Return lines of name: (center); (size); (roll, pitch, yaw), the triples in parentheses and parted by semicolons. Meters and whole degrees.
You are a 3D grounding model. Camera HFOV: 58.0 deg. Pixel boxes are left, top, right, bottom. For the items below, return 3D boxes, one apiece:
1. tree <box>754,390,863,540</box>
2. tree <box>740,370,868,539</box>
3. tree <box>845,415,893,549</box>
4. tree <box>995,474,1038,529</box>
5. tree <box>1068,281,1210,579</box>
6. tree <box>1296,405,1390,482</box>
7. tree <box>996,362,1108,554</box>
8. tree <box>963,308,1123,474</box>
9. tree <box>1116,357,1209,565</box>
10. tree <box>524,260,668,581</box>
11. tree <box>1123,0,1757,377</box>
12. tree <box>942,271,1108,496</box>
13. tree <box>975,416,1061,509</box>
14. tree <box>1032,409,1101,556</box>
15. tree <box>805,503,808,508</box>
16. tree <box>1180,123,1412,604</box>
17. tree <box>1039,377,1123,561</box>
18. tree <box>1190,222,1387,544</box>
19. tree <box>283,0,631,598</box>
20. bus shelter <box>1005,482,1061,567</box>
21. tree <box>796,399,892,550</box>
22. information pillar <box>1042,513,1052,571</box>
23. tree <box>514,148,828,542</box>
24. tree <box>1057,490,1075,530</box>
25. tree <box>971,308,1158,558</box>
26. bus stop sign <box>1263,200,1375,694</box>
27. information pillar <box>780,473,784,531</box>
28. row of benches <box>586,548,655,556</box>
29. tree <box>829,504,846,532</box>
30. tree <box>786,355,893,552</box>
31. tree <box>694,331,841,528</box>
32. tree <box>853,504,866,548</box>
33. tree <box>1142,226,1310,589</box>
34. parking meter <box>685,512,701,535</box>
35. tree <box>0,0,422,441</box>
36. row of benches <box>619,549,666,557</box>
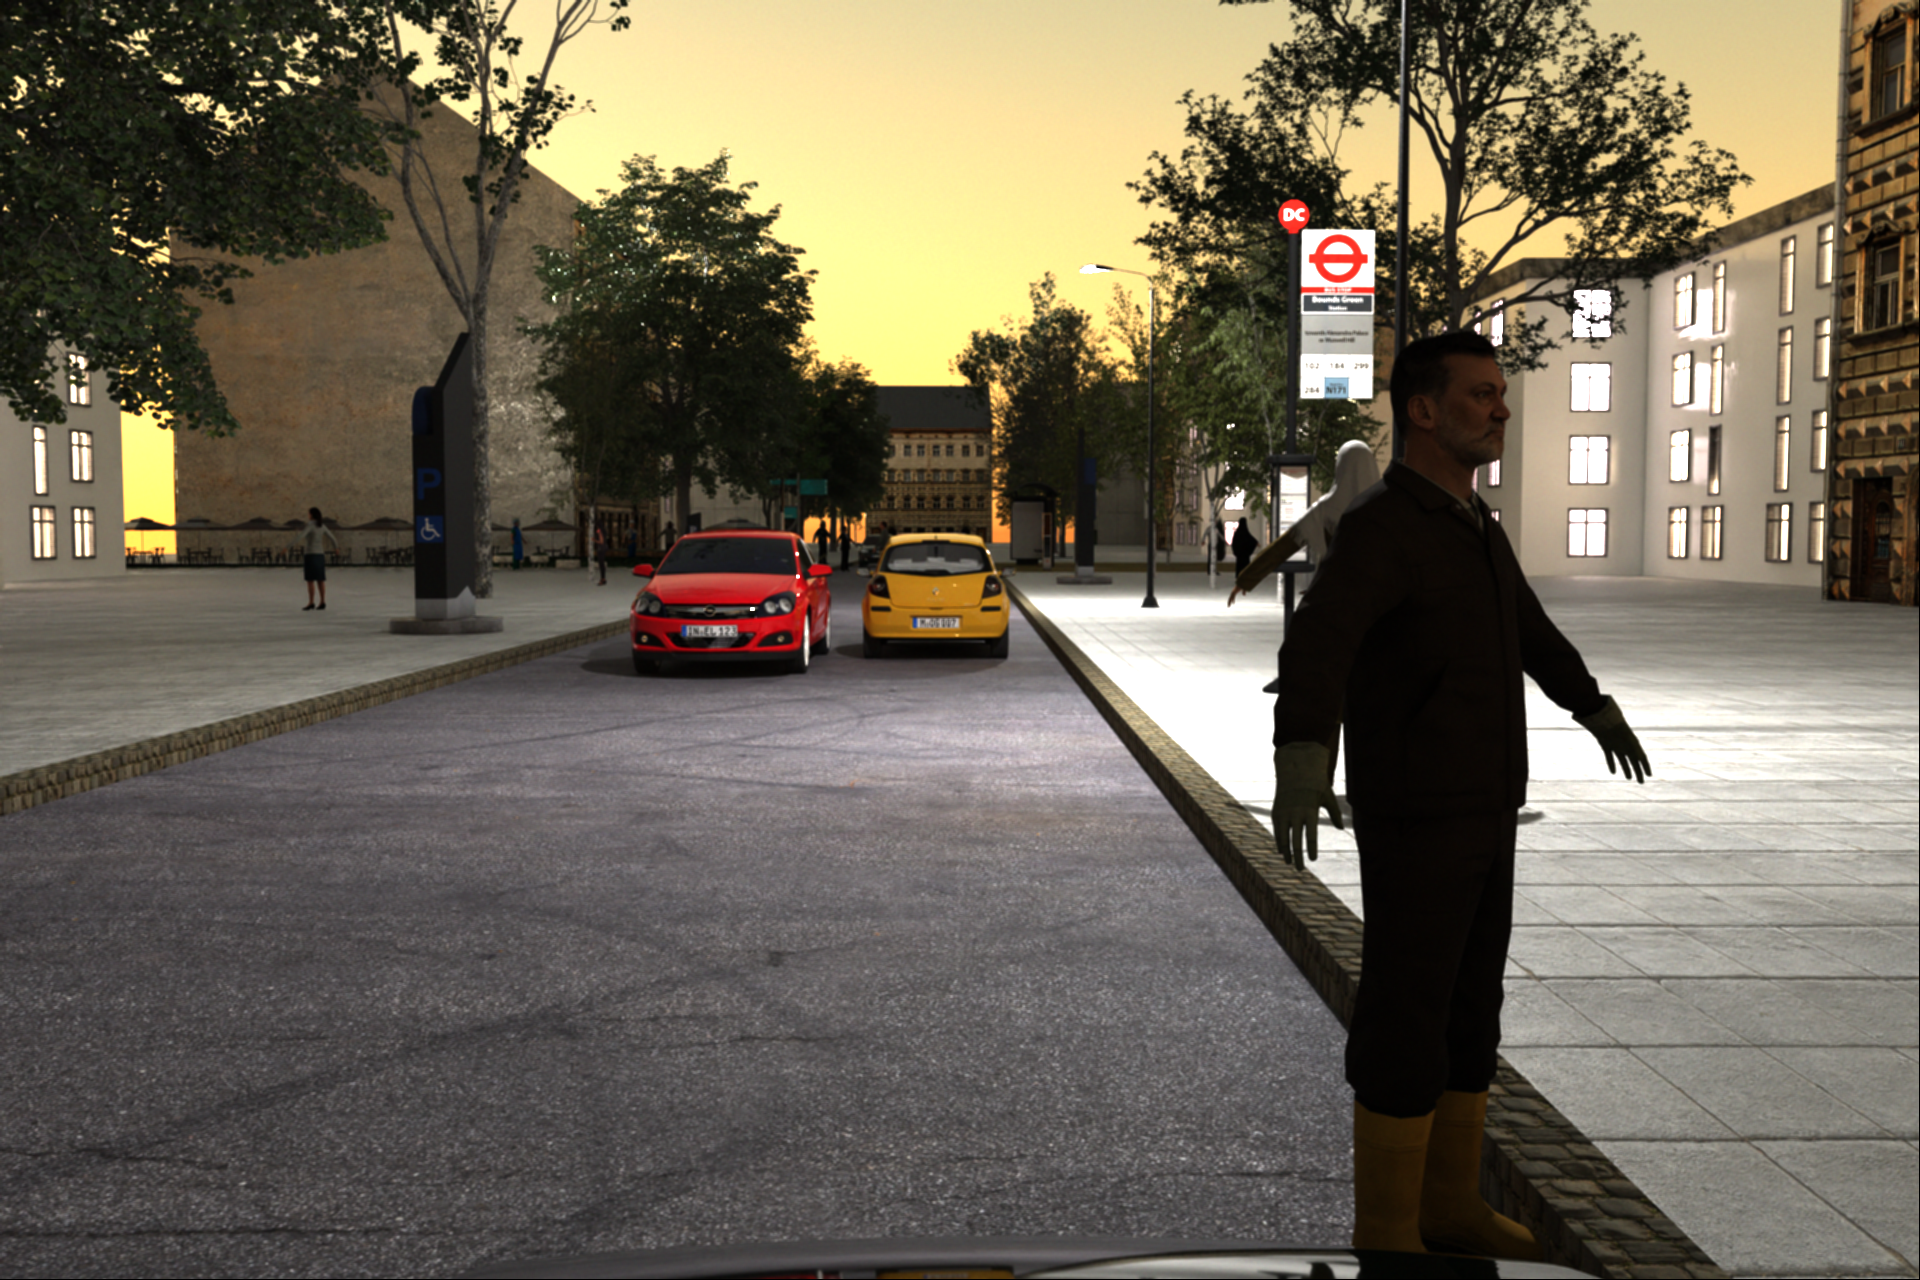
tree: (-9.617, -10.647, 108.487); (7.601, 10.594, 8.767); (-1, 4, -16)
tree: (-9.254, -10.077, 99.168); (8.767, 10.594, 7.601); (0, 4, 5)
tree: (-9.394, -13.456, 145.768); (9.928, 11.665, 9.643); (0, 3, 0)
tree: (8.901, -20.651, 255.773); (7.486, 12.596, 7.792); (0, 3, 0)
tree: (5.363, -6.074, 49.680); (4.737, 8.622, 4.395); (0, 3, 0)
tree: (16.200, -7.612, 74.815); (4.737, 8.622, 4.395); (0, 3, 0)
tree: (6.146, -11.938, 113.309); (7.486, 12.596, 7.792); (0, 3, 0)
tree: (6.864, -17.642, 144.342); (12.611, 20.169, 13.585); (0, 3, 0)
tree: (8.726, -7.410, 71.523); (4.360, 8.622, 3.978); (0, 3, 0)
tree: (-10.059, -5.894, 46.735); (4.360, 8.622, 3.978); (0, 3, 0)
tree: (5.449, -5.266, 20.519); (7.601, 10.594, 8.767); (-1, 4, -17)
tree: (5.090, -16.617, 127.584); (12.611, 20.169, 13.585); (0, 3, 0)
tree: (6.396, -15.374, 161.742); (12.009, 13.543, 11.850); (0, 3, 0)
tree: (6.098, -9.361, 103.406); (4.737, 8.622, 4.395); (0, 3, 0)
tree: (-25.744, -21.118, 251.941); (9.857, 13.997, 8.962); (0, 3, 0)
tree: (5.892, -4.970, 31.619); (4.360, 8.622, 3.978); (0, 3, 0)
tree: (5.581, -8.069, 82.294); (4.737, 8.622, 4.395); (0, 3, 0)
tree: (11.282, -8.689, 60.199); (7.486, 12.596, 7.792); (0, 3, 0)
tree: (-11.023, -10.923, 34.487); (12.611, 20.169, 13.585); (0, 3, 0)
bus shelter: (2.894, -4.638, 69.757); (2.014, 3.302, 5.546); (0, 4, 0)
tree: (-9.283, -13.327, 136.029); (7.486, 12.596, 7.792); (0, 3, 0)
information pillar: (3.063, -3.456, 60.998); (0.304, 2.012, 0.304); (0, 4, -2)
tree: (-9.210, -9.174, 56.648); (9.857, 13.997, 8.962); (0, 3, 0)
tree: (17.139, -20.350, 250.849); (7.486, 12.596, 7.792); (0, 3, 0)
tree: (5.683, -11.188, 93.288); (12.009, 13.543, 11.850); (0, 3, 0)
bus stop sign: (2.885, -1.544, 13.940); (0.855, 3.939, 0.416); (0, 3, 0)
information pillar: (-6.757, -4.563, 65.967); (0.183, 3.616, 0.504); (0, 4, 1)
row of benches: (-14.795, -3.745, 76.696); (1.422, 0.672, 4.104); (3, 4, 36)
tree: (-16.802, -18.490, 252.672); (4.360, 8.622, 3.978); (0, 3, 0)
tree: (-9.221, -13.358, 125.061); (9.857, 13.997, 8.962); (0, 3, 0)
tree: (-9.821, -9.937, 88.224); (9.928, 11.665, 9.643); (0, 3, 0)
tree: (-9.336, -12.673, 157.562); (4.360, 8.622, 3.978); (0, 3, 0)
tree: (6.053, -5.494, 40.196); (4.737, 8.622, 4.395); (0, 3, 0)
parking meter: (-7.181, -2.505, 46.661); (0.399, 1.863, 0.255); (0, 4, -1)
tree: (-9.461, -6.675, 15.795); (9.857, 13.997, 8.962); (0, 3, 0)
row of benches: (-12.553, -3.548, 73.465); (4.104, 0.672, 1.422); (-2, 4, -26)
